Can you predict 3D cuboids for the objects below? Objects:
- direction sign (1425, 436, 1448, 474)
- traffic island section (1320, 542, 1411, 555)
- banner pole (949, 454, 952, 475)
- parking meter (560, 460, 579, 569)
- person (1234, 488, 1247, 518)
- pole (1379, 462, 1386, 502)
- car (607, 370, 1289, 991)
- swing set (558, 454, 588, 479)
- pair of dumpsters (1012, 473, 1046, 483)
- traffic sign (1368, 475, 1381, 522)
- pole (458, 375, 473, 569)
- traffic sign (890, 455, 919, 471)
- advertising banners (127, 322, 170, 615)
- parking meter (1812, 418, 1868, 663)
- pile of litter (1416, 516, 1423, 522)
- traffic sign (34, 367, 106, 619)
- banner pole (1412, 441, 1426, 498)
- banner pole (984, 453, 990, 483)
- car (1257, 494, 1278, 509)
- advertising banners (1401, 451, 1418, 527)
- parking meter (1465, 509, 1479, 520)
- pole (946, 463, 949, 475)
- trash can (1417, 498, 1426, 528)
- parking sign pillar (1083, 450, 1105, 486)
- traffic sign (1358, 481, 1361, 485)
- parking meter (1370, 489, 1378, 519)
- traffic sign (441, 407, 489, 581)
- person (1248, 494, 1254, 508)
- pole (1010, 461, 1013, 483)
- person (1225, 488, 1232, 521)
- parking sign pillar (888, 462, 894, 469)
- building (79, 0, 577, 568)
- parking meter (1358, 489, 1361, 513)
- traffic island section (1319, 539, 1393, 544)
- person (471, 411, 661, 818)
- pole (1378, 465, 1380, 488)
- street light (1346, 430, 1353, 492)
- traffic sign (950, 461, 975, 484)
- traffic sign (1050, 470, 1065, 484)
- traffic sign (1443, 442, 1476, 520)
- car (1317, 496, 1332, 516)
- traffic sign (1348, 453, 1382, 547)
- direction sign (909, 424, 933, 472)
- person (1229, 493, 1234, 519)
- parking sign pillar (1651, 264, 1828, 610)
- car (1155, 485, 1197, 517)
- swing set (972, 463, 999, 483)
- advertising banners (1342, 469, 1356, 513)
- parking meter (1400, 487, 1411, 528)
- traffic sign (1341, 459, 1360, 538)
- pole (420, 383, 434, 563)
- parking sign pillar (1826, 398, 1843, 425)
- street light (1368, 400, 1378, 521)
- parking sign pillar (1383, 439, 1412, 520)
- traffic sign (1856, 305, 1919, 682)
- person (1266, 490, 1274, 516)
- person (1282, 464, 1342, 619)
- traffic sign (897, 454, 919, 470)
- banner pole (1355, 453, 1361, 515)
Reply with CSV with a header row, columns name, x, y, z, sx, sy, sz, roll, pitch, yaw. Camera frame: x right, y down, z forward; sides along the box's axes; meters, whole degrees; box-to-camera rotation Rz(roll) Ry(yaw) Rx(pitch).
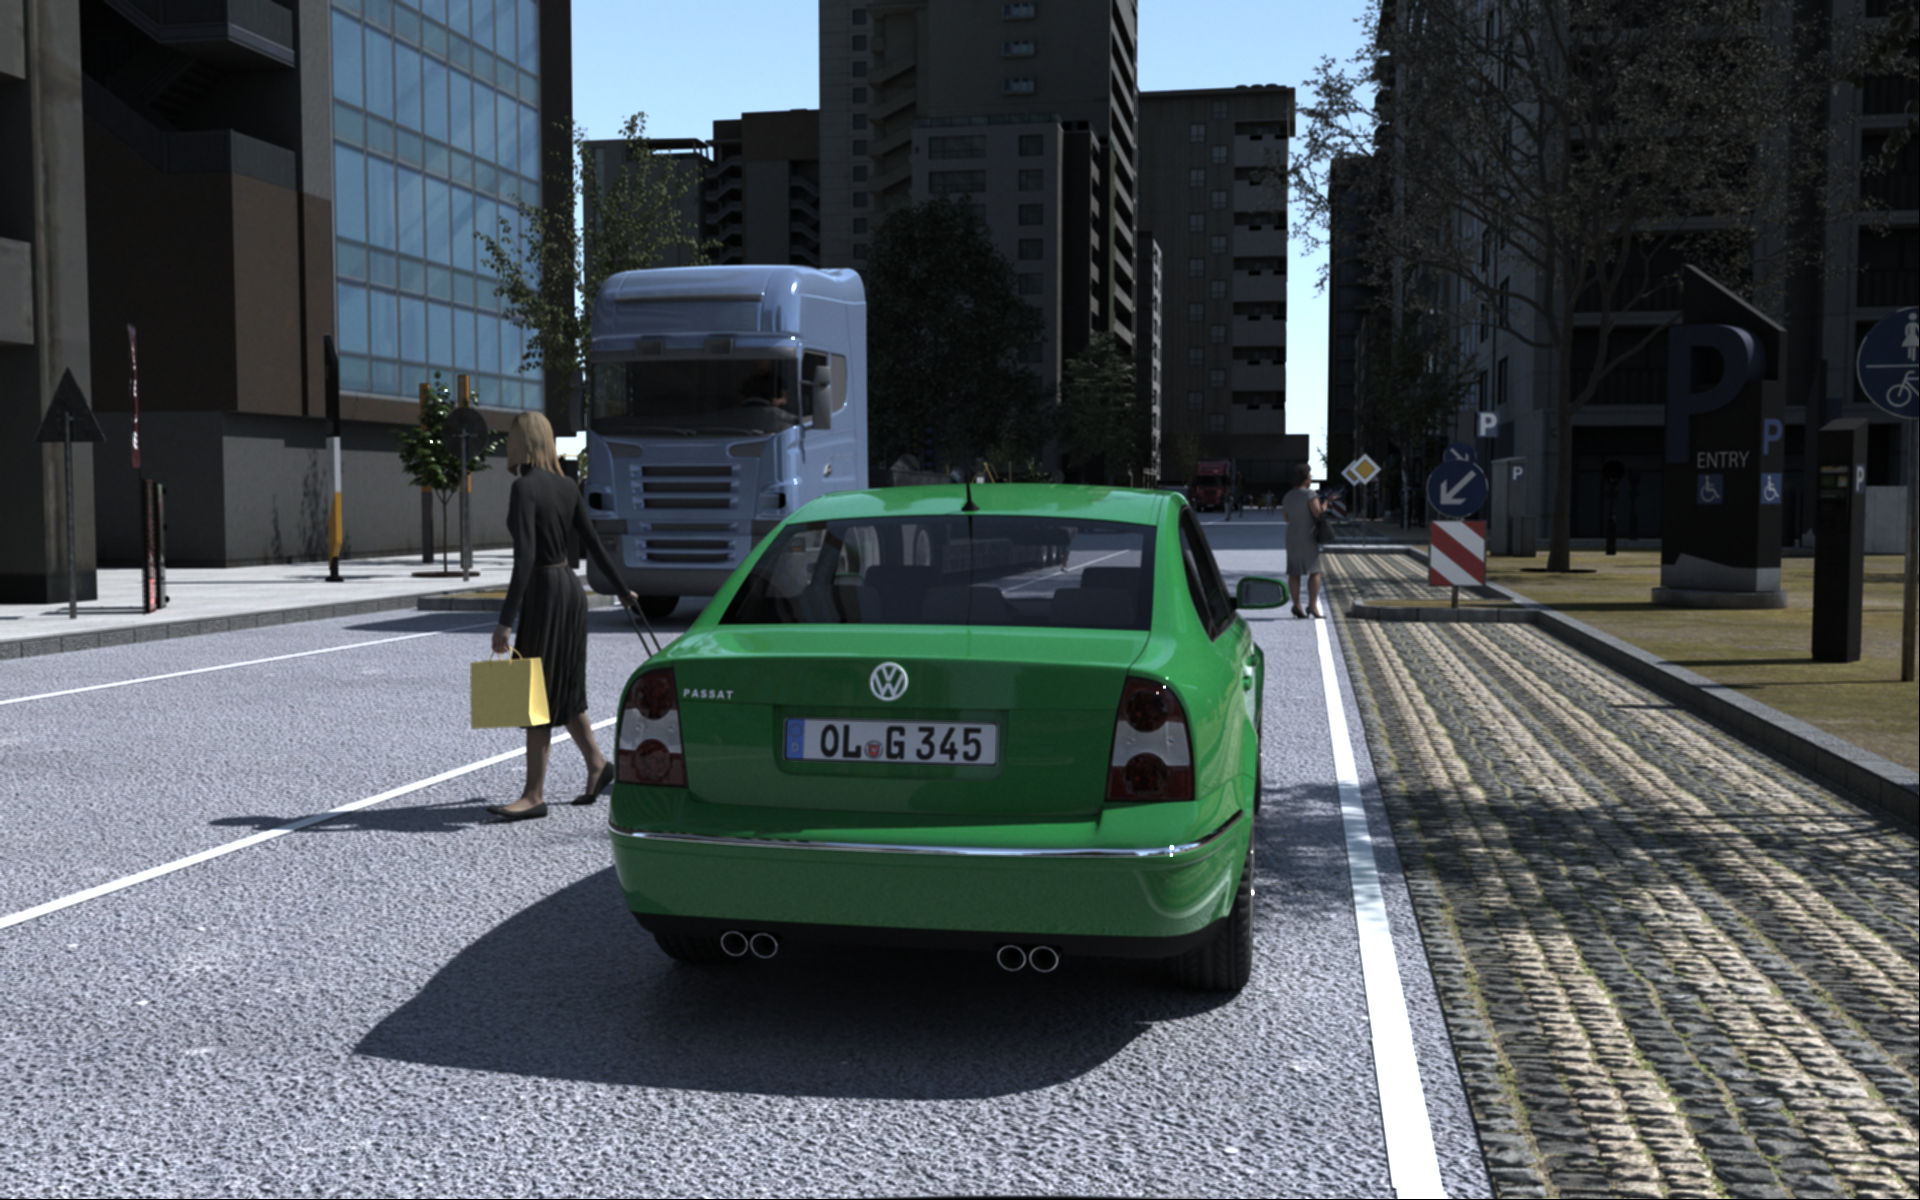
name,x,y,z,sx,sy,sz,roll,pitch,yaw
direction sign,18.717,-4.652,68.054,0.876,3.537,0.379,0,4,1
traffic island section,9.898,-1.227,42.340,2.009,0.180,2.903,1,4,11
banner pole,-0.517,-6.429,95.123,0.401,3.779,0.863,1,4,11
parking meter,-6.717,-1.470,29.739,0.255,1.863,0.399,-2,4,-29
person,17.102,-5.913,105.533,0.721,1.781,0.623,3,5,45
pole,24.140,-6.403,98.539,0.158,3.312,0.155,0,3,0
car,0.236,0.141,6.489,1.959,1.807,4.718,1,4,11
swing set,-15.283,-4.408,69.692,2.862,2.851,3.119,1,4,16
pair of dumpsters,3.157,-4.687,79.134,1.574,2.255,4.437,1,4,11
traffic sign,19.154,-4.927,80.565,0.884,2.594,0.081,1,4,17
pole,-8.505,-2.197,29.760,0.158,3.312,0.155,0,3,0
traffic sign,-1.455,-2.498,44.487,0.795,2.450,0.064,1,4,11
advertising banners,-8.785,-1.378,18.724,0.090,3.025,2.074,-1,4,-17
parking meter,6.738,-0.462,13.266,0.255,1.863,0.399,3,5,45
pile of litter,21.430,-4.005,79.452,1.176,0.858,1.719,3,5,40
traffic sign,-9.129,-1.086,17.753,0.884,2.594,0.081,1,4,16
banner pole,21.711,-5.605,81.666,0.863,3.779,0.401,-1,4,-14
banner pole,1.558,-7.092,105.966,0.863,3.779,0.401,-2,4,-30
car,29.535,-9.551,166.384,2.015,1.641,3.980,1,4,11
advertising banners,17.913,-4.458,69.081,0.090,3.025,2.074,0,4,-2
parking meter,15.976,-2.960,54.101,0.399,1.863,0.255,3,4,37
pole,-0.807,-7.413,115.044,0.158,3.312,0.155,0,3,0
trash can,17.750,-3.320,65.933,0.748,1.137,0.748,0,3,0
parking sign pillar,8.222,-7.219,106.503,1.447,3.967,1.447,0,4,-5
traffic sign,23.581,-6.176,100.983,0.884,2.594,0.081,1,4,15
parking meter,21.164,-4.905,88.604,0.372,1.533,0.369,0,3,0
traffic sign,-7.264,-1.547,25.394,0.768,2.556,0.104,1,4,15
person,29.955,-10.204,178.564,0.697,1.427,0.421,-2,4,-31
pole,3.173,-6.950,107.471,0.158,3.312,0.155,0,3,0
person,14.172,-5.045,91.528,0.362,1.759,0.519,1,4,20
parking sign pillar,-4.181,-7.233,106.726,1.447,3.967,1.447,-1,4,-17
building,-17.874,-23.645,36.708,14.200,45.320,14.600,1,4,11
parking meter,27.214,-6.850,117.713,0.255,1.863,0.399,1,4,15
traffic island section,11.425,-1.706,50.178,2.009,0.180,2.903,1,4,11
person,-1.567,0.045,7.986,1.509,1.804,0.699,-3,4,-38
pole,29.122,-7.735,120.312,0.158,3.312,0.155,0,3,0
street light,27.648,-9.186,122.984,0.468,5.910,1.993,1,4,11
traffic sign,0.072,-2.978,52.325,0.795,2.450,0.064,1,4,11
traffic sign,5.130,-5.583,91.392,0.768,2.556,0.104,1,4,15
traffic sign,12.132,-2.569,42.108,0.768,2.556,0.104,1,4,13
car,23.069,-6.026,111.105,1.945,1.354,3.894,1,4,10
traffic sign,9.873,-2.362,42.268,0.795,2.450,0.064,1,4,11
direction sign,-1.253,-3.920,56.086,0.876,3.537,0.379,2,4,30
person,15.549,-5.436,99.969,0.503,1.515,0.523,0,4,2
parking sign pillar,8.723,-1.916,19.800,1.447,3.967,1.447,-2,4,-28
car,9.415,-4.176,76.948,2.281,1.827,5.304,1,4,11
swing set,1.354,-5.516,87.808,2.862,2.851,3.119,0,4,8
advertising banners,26.897,-7.563,119.849,0.090,3.025,2.074,3,4,38
parking meter,16.690,-3.451,64.841,0.372,1.533,0.369,0,3,0
traffic sign,11.400,-2.842,50.106,0.795,2.450,0.064,1,4,11
pole,-9.869,-2.336,32.044,0.158,3.312,0.155,0,3,0
parking sign pillar,17.600,-2.869,35.387,1.447,3.967,1.447,1,4,16
street light,19.984,-6.787,83.752,0.468,5.910,1.993,1,4,11
parking sign pillar,21.495,-5.899,84.924,1.447,3.967,1.447,-2,4,-27
traffic sign,6.497,-0.715,11.795,0.768,2.556,0.104,1,4,19
person,19.991,-6.260,111.858,0.512,1.701,0.522,-1,4,-18
person,4.061,-0.675,19.887,0.532,1.782,0.716,-3,4,-36
traffic sign,-1.680,-3.360,55.050,0.768,2.556,0.104,1,4,11
banner pole,24.532,-7.117,106.383,0.401,3.779,0.863,-1,4,-16
